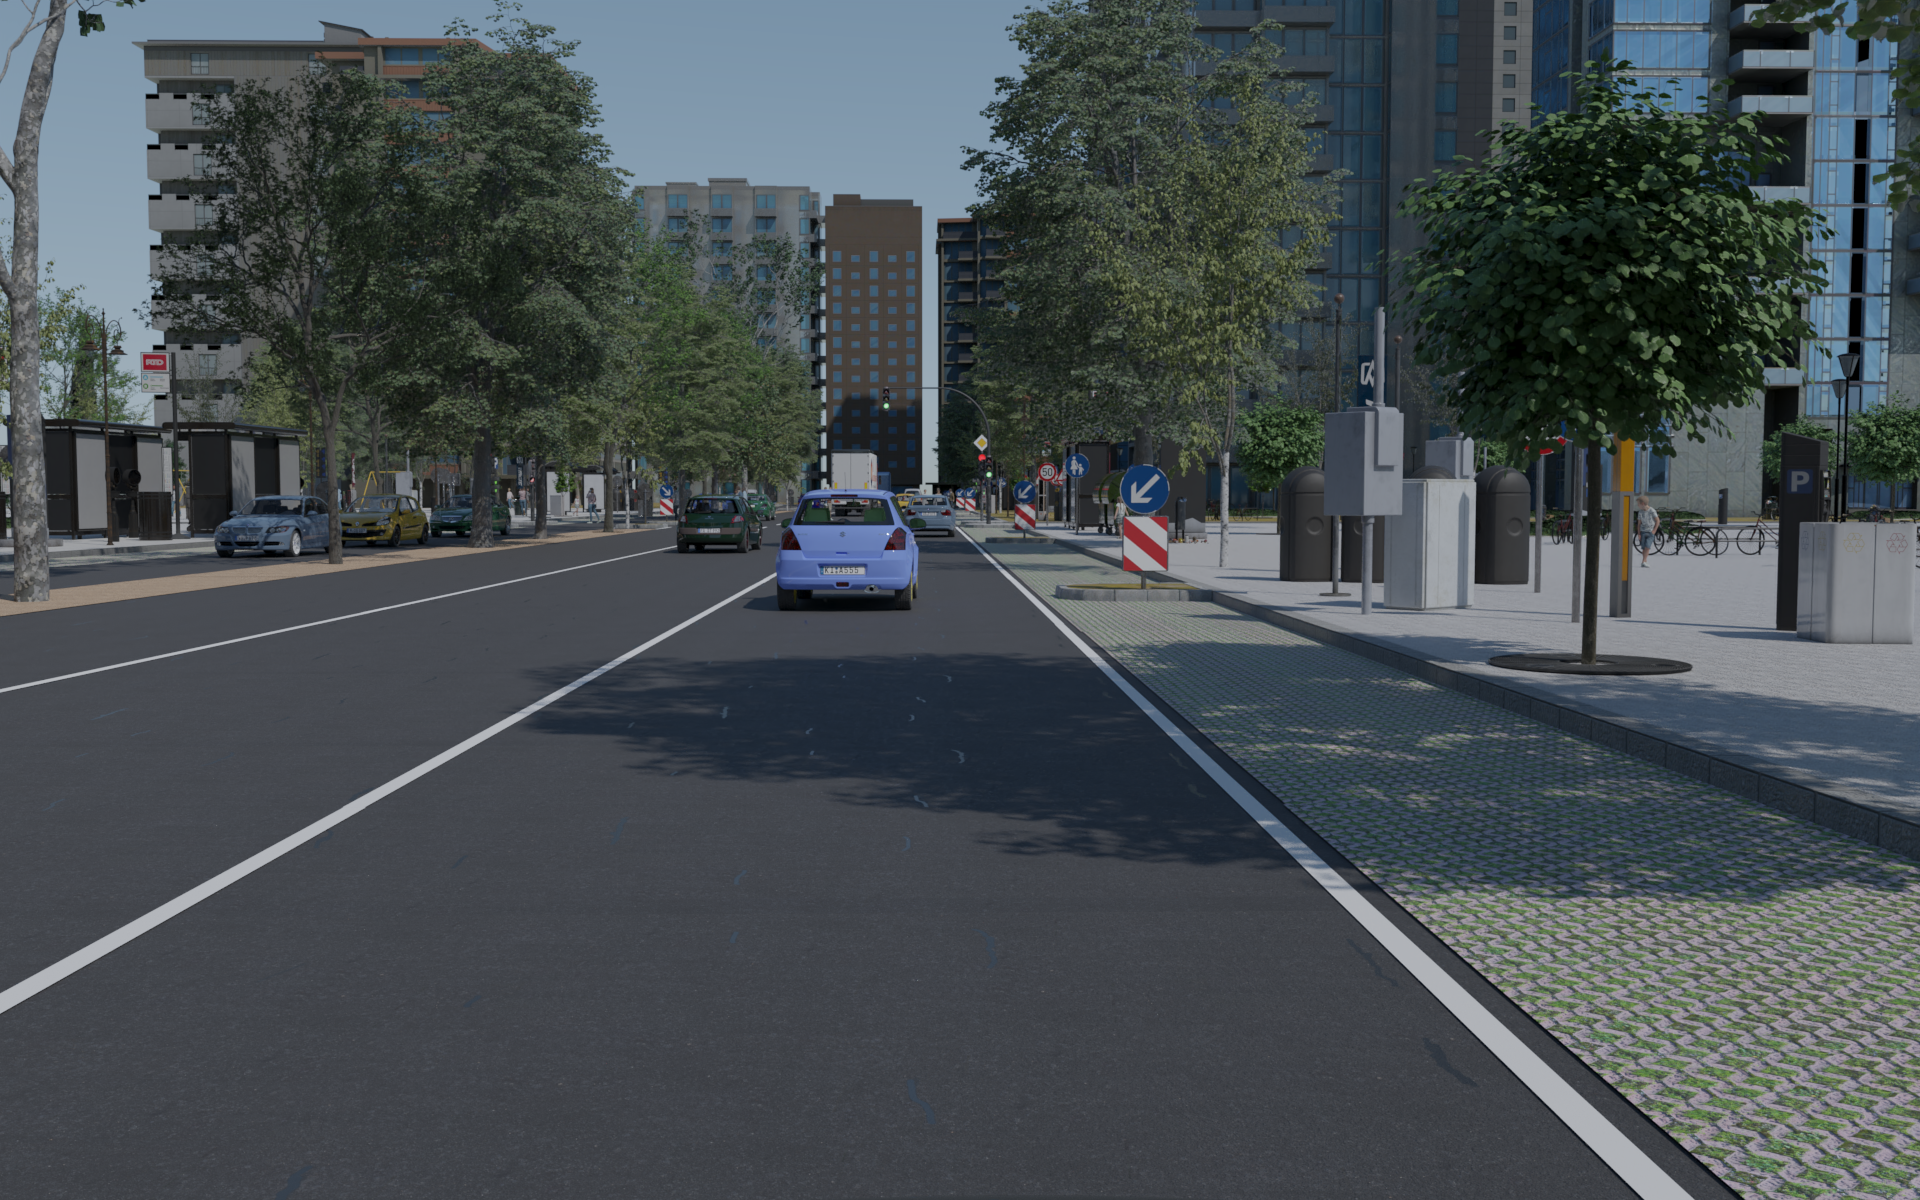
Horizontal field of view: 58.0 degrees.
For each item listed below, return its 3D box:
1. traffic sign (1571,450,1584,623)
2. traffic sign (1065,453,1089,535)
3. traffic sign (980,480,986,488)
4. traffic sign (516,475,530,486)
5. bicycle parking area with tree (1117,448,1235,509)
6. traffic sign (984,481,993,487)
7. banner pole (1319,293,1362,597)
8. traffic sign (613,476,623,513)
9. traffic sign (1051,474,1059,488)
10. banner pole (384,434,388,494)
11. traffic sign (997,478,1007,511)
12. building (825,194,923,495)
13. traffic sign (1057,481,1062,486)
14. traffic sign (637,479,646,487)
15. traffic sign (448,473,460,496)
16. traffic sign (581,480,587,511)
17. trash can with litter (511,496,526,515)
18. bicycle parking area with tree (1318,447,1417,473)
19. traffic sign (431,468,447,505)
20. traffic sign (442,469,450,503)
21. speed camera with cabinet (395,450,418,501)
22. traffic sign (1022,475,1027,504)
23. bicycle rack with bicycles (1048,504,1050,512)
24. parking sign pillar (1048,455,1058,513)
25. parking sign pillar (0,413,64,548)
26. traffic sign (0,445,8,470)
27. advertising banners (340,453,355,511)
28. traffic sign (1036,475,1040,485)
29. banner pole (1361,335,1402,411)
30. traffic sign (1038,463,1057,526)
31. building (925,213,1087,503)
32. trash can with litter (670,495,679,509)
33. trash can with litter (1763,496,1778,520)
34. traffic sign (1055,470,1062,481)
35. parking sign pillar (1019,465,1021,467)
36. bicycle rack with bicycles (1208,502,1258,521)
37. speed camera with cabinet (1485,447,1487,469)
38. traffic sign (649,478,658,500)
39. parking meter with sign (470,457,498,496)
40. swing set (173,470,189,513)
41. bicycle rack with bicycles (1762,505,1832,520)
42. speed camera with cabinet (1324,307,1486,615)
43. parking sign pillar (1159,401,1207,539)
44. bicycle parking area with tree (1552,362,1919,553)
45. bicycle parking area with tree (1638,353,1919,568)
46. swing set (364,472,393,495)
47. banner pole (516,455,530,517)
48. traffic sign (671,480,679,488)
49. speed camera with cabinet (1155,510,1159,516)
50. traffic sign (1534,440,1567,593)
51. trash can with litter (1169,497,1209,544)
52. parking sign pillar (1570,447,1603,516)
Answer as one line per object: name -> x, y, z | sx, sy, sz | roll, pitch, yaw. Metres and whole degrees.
traffic sign -> 6.146, -1.046, 17.210 | 0.768, 2.556, 0.104 | 0, 4, 1
traffic sign -> 3.670, -3.315, 54.310 | 0.768, 2.556, 0.104 | 0, 4, 7
traffic sign -> 2.088, -9.238, 151.146 | 0.768, 2.556, 0.104 | 0, 4, 6
traffic sign -> -27.187, -6.583, 107.638 | 0.884, 2.594, 0.081 | 0, 4, 1
bicycle parking area with tree -> 14.537, -8.001, 117.815 | 9.016, 4.147, 8.231 | 3, 4, 38
traffic sign -> 2.449, -9.187, 150.320 | 0.768, 2.556, 0.104 | 0, 4, 4
banner pole -> 4.692, -1.925, 21.486 | 0.401, 3.779, 0.863 | 1, 4, 9
traffic sign -> -23.606, -7.291, 119.311 | 0.768, 2.556, 0.104 | 1, 4, 8
traffic sign -> 6.071, -6.654, 108.899 | 0.768, 2.556, 0.104 | 0, 4, 4
banner pole -> -24.011, -5.046, 72.524 | 0.401, 3.779, 0.863 | -1, 4, -21
traffic sign -> 3.220, -8.180, 133.846 | 0.768, 2.556, 0.104 | 0, 3, 0
building -> -12.770, -37.369, 261.090 | 14.200, 45.320, 14.600 | 0, 4, -1
traffic sign -> 6.452, -6.638, 108.637 | 0.768, 2.556, 0.104 | 0, 4, 6
traffic sign -> -24.762, -8.263, 135.108 | 0.884, 2.594, 0.081 | 1, 4, 8
traffic sign -> -24.579, -5.015, 84.119 | 0.606, 2.300, 0.079 | 0, 4, 5
traffic sign -> -27.531, -7.792, 127.506 | 0.768, 2.556, 0.104 | 0, 4, 5
trash can with litter -> -26.506, -5.671, 104.107 | 0.624, 1.170, 1.055 | 1, 4, 10
bicycle parking area with tree -> 27.163, -7.358, 107.300 | 9.016, 4.147, 8.231 | 0, 4, 4
traffic sign -> -25.056, -5.084, 83.231 | 0.768, 2.556, 0.104 | 0, 4, 0
traffic sign -> -25.834, -5.296, 86.695 | 0.768, 2.556, 0.104 | 0, 4, 8
speed camera with cabinet -> -23.115, -4.770, 72.323 | 0.660, 3.252, 2.038 | -1, 4, -9
traffic sign -> 3.964, -6.746, 110.403 | 0.768, 2.556, 0.104 | 0, 4, 2
bicycle rack with bicycles -> 6.135, -6.159, 114.082 | 2.852, 0.926, 2.925 | 2, 4, 29
parking sign pillar -> 6.487, -8.071, 120.440 | 1.447, 3.967, 1.447 | 1, 4, 14
parking sign pillar -> -22.688, -3.283, 42.142 | 1.447, 3.967, 1.447 | 3, 5, 42
traffic sign -> -23.921, -2.672, 43.800 | 0.768, 2.556, 0.104 | 0, 4, 1
advertising banners -> -25.595, -4.668, 72.510 | 0.090, 3.025, 2.074 | 0, 4, -3
traffic sign -> 4.805, -6.358, 103.960 | 0.884, 2.594, 0.081 | 0, 4, 4
banner pole -> 6.683, -2.289, 27.446 | 0.863, 3.779, 0.401 | 0, 3, 0
traffic sign -> 3.540, -4.283, 70.140 | 0.768, 2.556, 0.104 | 0, 4, 8
building -> 9.105, -37.328, 264.941 | 28.867, 44.769, 22.147 | 0, 4, -1
trash can with litter -> -24.997, -8.576, 151.273 | 2.233, 1.210, 1.678 | 2, 4, 31
trash can with litter -> 40.426, -4.603, 86.642 | 0.624, 1.170, 1.055 | 0, 4, 0
traffic sign -> 4.401, -4.409, 72.087 | 0.884, 2.594, 0.081 | 0, 4, 8
parking sign pillar -> 4.658, -9.962, 151.346 | 1.447, 3.967, 1.447 | 0, 4, 8
bicycle rack with bicycles -> 12.976, -4.290, 83.526 | 2.852, 0.926, 2.925 | 2, 4, 34
speed camera with cabinet -> 8.428, -2.108, 28.797 | 0.660, 3.252, 2.038 | 3, 5, 40
traffic sign -> -23.599, -8.137, 133.049 | 0.884, 2.594, 0.081 | 1, 4, 8
parking meter with sign -> -22.854, -5.258, 82.234 | 1.738, 3.016, 0.543 | 0, 4, 5
swing set -> -50.861, -7.099, 113.695 | 2.862, 2.851, 3.119 | 0, 4, 2
bicycle rack with bicycles -> 40.248, -4.312, 83.881 | 2.852, 0.926, 2.925 | -1, 4, -16
speed camera with cabinet -> 4.854, -1.510, 19.023 | 2.038, 3.252, 0.660 | -3, 5, -40
parking sign pillar -> 6.373, -3.740, 49.621 | 1.447, 3.967, 1.447 | 0, 4, -1
bicycle parking area with tree -> 19.792, -3.528, 44.680 | 8.231, 4.147, 9.016 | 3, 5, 44
bicycle parking area with tree -> 18.041, -2.806, 32.878 | 9.016, 4.147, 8.231 | 1, 4, 12
swing set -> -39.671, -7.521, 120.583 | 3.119, 2.851, 2.862 | 1, 4, 19
banner pole -> -24.708, -6.594, 97.829 | 0.401, 3.779, 0.863 | 3, 5, 43
traffic sign -> -23.595, -8.785, 143.743 | 0.768, 2.556, 0.104 | 0, 4, 7
speed camera with cabinet -> 8.389, -4.708, 71.316 | 2.038, 3.252, 0.660 | 0, 4, -7
traffic sign -> 7.506, -1.366, 22.436 | 0.768, 2.556, 0.104 | 0, 4, 1
trash can with litter -> 6.066, -2.130, 45.889 | 1.678, 1.210, 2.233 | 2, 4, 27
parking sign pillar -> 26.623, -5.204, 73.560 | 1.447, 3.967, 1.447 | -1, 4, -20
